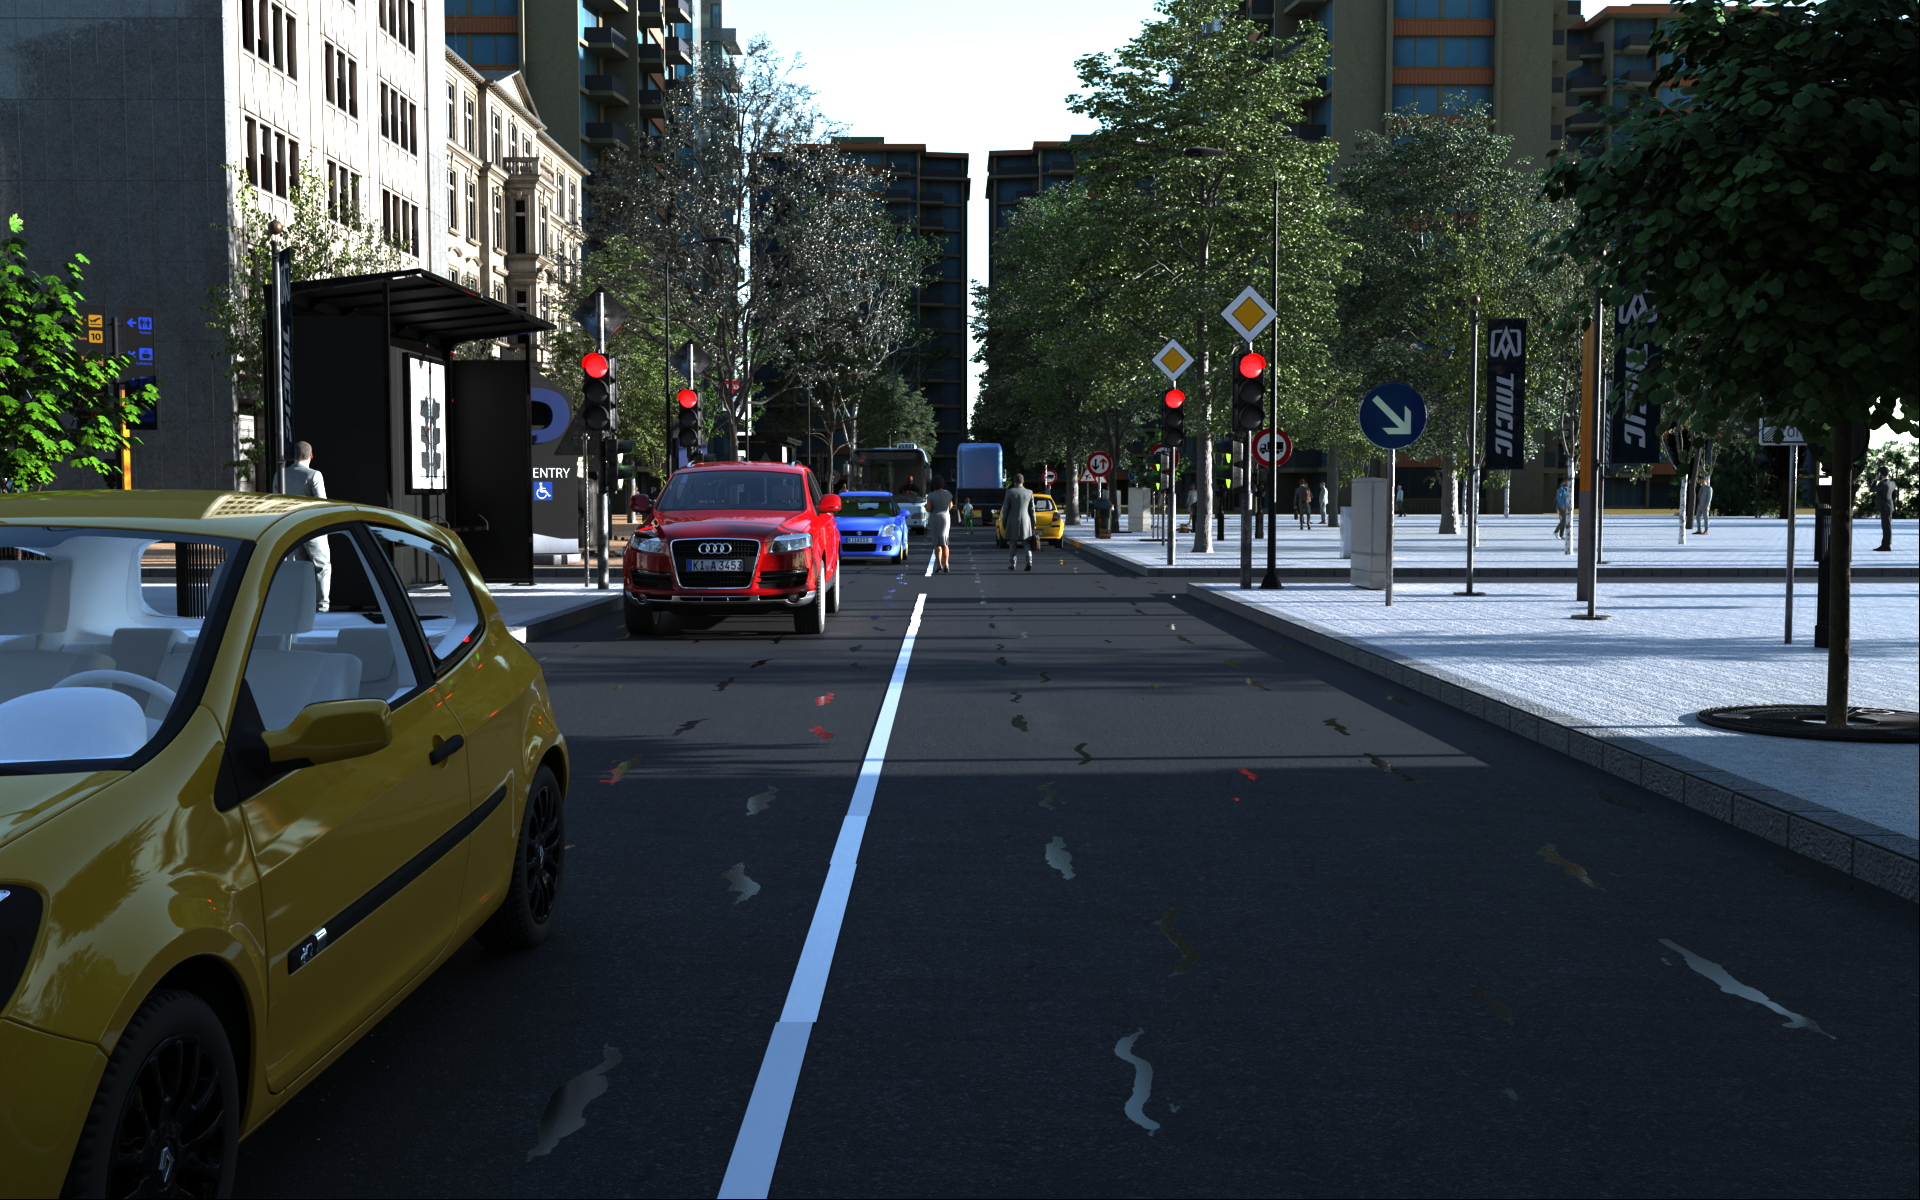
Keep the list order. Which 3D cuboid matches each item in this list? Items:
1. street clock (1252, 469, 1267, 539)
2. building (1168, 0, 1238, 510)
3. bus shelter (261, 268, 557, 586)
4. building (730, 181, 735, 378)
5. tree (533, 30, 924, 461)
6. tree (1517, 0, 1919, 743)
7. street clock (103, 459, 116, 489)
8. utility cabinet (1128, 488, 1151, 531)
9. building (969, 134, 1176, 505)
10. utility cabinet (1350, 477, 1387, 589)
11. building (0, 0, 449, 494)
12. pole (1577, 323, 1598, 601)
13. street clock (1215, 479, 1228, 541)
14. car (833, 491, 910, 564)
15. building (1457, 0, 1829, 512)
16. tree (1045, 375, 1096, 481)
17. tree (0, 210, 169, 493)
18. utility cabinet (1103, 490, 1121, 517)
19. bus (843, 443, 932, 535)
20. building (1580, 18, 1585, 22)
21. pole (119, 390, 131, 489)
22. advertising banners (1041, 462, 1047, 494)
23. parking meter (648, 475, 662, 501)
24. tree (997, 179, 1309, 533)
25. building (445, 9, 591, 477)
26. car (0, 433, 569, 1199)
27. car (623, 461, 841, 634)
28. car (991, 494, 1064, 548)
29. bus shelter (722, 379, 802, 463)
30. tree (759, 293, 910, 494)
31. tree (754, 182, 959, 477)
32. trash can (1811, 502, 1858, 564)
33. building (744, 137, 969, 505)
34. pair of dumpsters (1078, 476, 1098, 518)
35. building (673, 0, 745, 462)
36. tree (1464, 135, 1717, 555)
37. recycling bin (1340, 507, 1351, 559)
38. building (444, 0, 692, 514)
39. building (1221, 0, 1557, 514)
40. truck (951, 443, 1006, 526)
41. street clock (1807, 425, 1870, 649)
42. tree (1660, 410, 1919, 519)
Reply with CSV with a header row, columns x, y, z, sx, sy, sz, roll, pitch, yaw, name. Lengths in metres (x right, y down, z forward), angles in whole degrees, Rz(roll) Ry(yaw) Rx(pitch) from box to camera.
x,y,z,sx,sy,sz,roll,pitch,yaw,name
8.617,-2.768,49.819,0.358,2.002,0.471,-1,4,-19,street clock
30.305,-32.600,152.620,23.786,49.044,30.456,0,4,0,building
-6.466,-1.827,21.154,1.731,3.624,6.357,0,3,0,bus shelter
-35.064,-32.207,210.186,14.086,41.232,14.154,0,4,0,building
-6.060,-8.319,46.389,12.009,13.543,11.850,0,3,0,tree
4.837,-1.581,9.556,4.285,4.588,4.351,0,3,0,tree
-17.415,-1.896,35.575,0.358,2.002,0.471,-1,4,-15,street clock
6.129,-3.083,59.089,0.318,1.500,1.173,-1,4,-19,utility cabinet
16.023,-34.199,213.772,28.867,44.769,22.147,0,4,0,building
5.623,-0.913,23.613,0.318,1.500,1.173,0,4,0,utility cabinet
-25.052,-14.469,54.588,12.078,24.808,19.932,0,4,0,building
7.519,-1.642,20.694,0.158,3.312,0.155,0,3,0,pole
7.186,-2.637,47.687,0.358,2.002,0.471,1,4,10,street clock
-1.998,-1.648,36.532,1.945,1.707,3.694,0,4,1,car
63.571,-30.780,157.876,28.867,44.769,22.147,0,4,0,building
6.664,-9.212,100.974,4.737,8.622,4.395,0,3,0,tree
-6.351,-1.060,11.926,1.663,3.219,1.824,0,3,0,tree
8.434,-5.348,96.120,1.173,1.500,0.318,-3,5,-43,utility cabinet
-2.460,-4.215,63.776,2.948,3.499,13.247,0,4,0,bus
59.023,-41.082,213.686,28.212,58.520,21.231,0,4,0,building
-16.383,-2.454,33.966,0.158,3.312,0.155,0,3,0,pole
4.270,-5.591,87.594,0.090,3.025,2.074,1,4,10,advertising banners
-9.530,-2.965,54.183,0.399,1.863,0.255,0,4,7,parking meter
5.042,-8.022,56.914,9.928,11.665,9.643,0,3,0,tree
-26.553,-16.072,81.862,14.460,24.649,34.723,0,4,0,building
-2.167,0.373,4.132,2.015,1.641,3.980,0,4,1,car
-2.440,-0.657,19.412,2.281,1.827,5.304,0,4,-1,car
1.859,-2.258,47.142,2.015,1.641,3.980,0,4,-1,car
-7.196,-5.217,62.927,2.179,5.291,8.768,0,4,0,bus shelter
-5.810,-8.904,79.989,7.601,10.594,8.767,0,4,-1,tree
-7.026,-15.249,105.211,12.611,20.169,13.585,0,3,0,tree
15.767,-1.199,31.264,0.748,1.137,0.748,0,3,0,trash can
-13.167,-34.279,215.086,28.867,44.769,22.147,0,4,0,building
6.680,-5.546,93.172,1.574,2.255,4.437,0,4,0,pair of dumpsters
-35.268,-32.836,156.481,30.456,49.044,23.786,0,4,0,building
13.157,-5.266,36.459,4.360,8.622,3.978,0,3,0,tree
7.969,-1.342,34.494,0.722,1.027,0.722,0,4,6,recycling bin
-30.739,-28.486,120.369,22.147,44.769,28.867,0,4,0,building
30.233,-28.623,122.616,22.147,44.769,28.867,0,4,0,building
1.103,-5.886,86.002,2.967,4.110,18.799,0,4,-1,truck
7.279,-0.601,14.401,0.471,2.002,0.358,-1,4,-22,street clock
44.573,-11.783,94.467,13.155,14.587,18.604,-2,4,-29,tree
